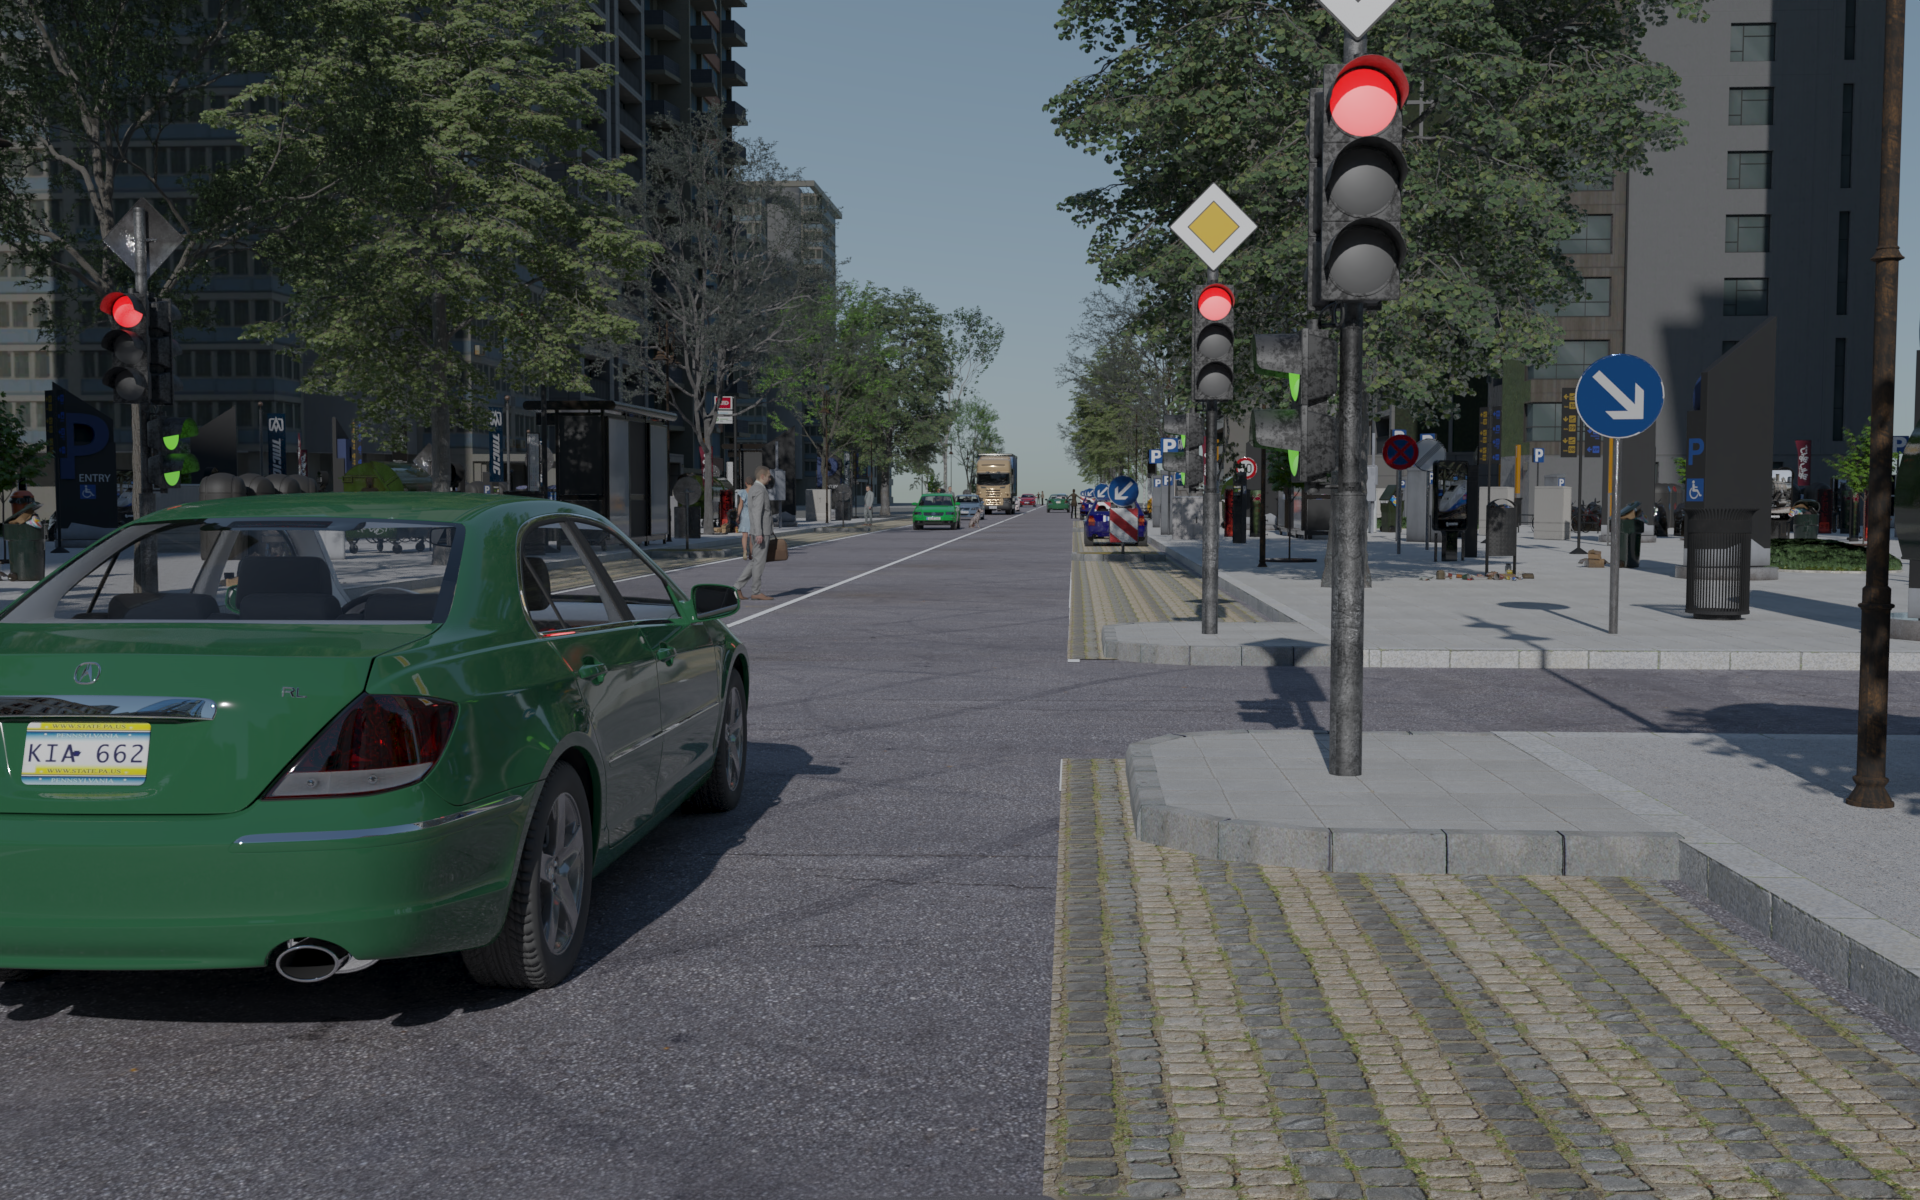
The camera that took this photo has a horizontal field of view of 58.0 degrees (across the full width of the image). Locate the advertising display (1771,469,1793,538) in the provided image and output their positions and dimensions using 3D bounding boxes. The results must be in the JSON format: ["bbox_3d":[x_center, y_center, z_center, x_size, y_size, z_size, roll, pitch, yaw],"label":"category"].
[{"bbox_3d":[20.607,-2.372,43.998,0.974,1.923,0.123,1,4,12],"label":"advertising display"}]

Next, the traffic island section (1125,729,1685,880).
[{"bbox_3d":[1.787,0.877,7.936,2.009,0.180,2.903,0,4,4],"label":"traffic island section"}]

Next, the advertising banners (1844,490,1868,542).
[{"bbox_3d":[24.698,-3.112,47.070,2.074,3.025,0.090,-3,4,-36],"label":"advertising banners"}]

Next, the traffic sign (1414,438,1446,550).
[{"bbox_3d":[10.705,-2.417,39.618,0.768,2.556,0.104,1,4,9],"label":"traffic sign"}]

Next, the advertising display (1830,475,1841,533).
[{"bbox_3d":[29.065,-3.200,57.535,0.123,1.923,0.974,2,4,24],"label":"advertising display"}]

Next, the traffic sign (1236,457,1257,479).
[{"bbox_3d":[9.870,-3.656,59.884,0.768,2.556,0.104,0,4,8],"label":"traffic sign"}]

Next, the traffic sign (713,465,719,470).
[{"bbox_3d":[-10.753,-4.574,74.894,0.768,2.556,0.104,0,4,5],"label":"traffic sign"}]

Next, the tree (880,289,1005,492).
[{"bbox_3d":[-2.530,-18.640,160.658,12.611,20.169,13.585,0,3,0],"label":"tree"}]

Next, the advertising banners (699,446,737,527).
[{"bbox_3d":[-8.456,-4.078,62.865,2.074,3.025,0.090,0,4,7],"label":"advertising banners"}]

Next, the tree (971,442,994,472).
[{"bbox_3d":[3.460,-17.087,229.736,4.737,8.622,4.395,0,3,0],"label":"tree"}]

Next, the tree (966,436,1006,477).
[{"bbox_3d":[4.269,-19.254,249.217,7.601,10.594,8.767,1,4,10],"label":"tree"}]

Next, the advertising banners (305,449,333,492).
[{"bbox_3d":[-25.004,-4.362,67.508,2.074,3.025,0.090,1,4,22],"label":"advertising banners"}]

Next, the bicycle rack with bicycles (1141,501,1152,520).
[{"bbox_3d":[9.970,-4.320,84.014,2.925,0.926,2.852,-1,4,-22],"label":"bicycle rack with bicycles"}]

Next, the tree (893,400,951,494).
[{"bbox_3d":[-2.672,-10.821,127.281,4.360,8.622,3.978,0,3,0],"label":"tree"}]

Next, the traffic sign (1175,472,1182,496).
[{"bbox_3d":[7.743,-3.793,62.116,0.768,2.556,0.104,1,4,13],"label":"traffic sign"}]

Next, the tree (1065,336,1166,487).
[{"bbox_3d":[11.092,-12.523,122.885,7.486,12.596,7.792,0,3,0],"label":"tree"}]

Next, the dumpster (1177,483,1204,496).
[{"bbox_3d":[9.365,-3.990,71.000,1.264,1.857,1.865,0,4,4],"label":"dumpster"}]

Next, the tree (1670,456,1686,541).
[{"bbox_3d":[20.412,-3.260,47.901,1.663,3.219,1.824,0,3,0],"label":"tree"}]

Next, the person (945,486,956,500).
[{"bbox_3d":[-0.509,-4.614,84.038,0.694,1.812,0.767,-1,4,-20],"label":"person"}]

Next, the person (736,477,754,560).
[{"bbox_3d":[-4.535,-1.770,37.530,0.616,1.811,0.778,0,4,-2],"label":"person"}]

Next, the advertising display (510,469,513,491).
[{"bbox_3d":[-11.739,-2.451,45.286,0.123,1.923,0.974,-1,4,-15],"label":"advertising display"}]

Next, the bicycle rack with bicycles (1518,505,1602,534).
[{"bbox_3d":[19.710,-2.671,57.058,2.852,0.926,2.925,-1,4,-18],"label":"bicycle rack with bicycles"}]

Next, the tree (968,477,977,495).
[{"bbox_3d":[1.396,-11.838,188.145,1.663,3.219,1.824,0,3,0],"label":"tree"}]

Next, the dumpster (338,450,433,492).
[{"bbox_3d":[-12.489,-2.158,37.783,1.502,2.255,1.985,0,4,4],"label":"dumpster"}]

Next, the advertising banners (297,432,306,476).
[{"bbox_3d":[-19.135,-3.293,50.021,0.090,3.025,2.074,-2,4,-25],"label":"advertising banners"}]

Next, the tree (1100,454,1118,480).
[{"bbox_3d":[16.931,-14.909,194.119,4.737,8.622,4.395,0,3,0],"label":"tree"}]

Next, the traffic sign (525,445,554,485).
[{"bbox_3d":[-10.838,-2.722,44.615,0.768,2.556,0.104,0,4,5],"label":"traffic sign"}]

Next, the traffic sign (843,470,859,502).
[{"bbox_3d":[-5.799,-5.637,92.172,0.884,2.594,0.081,0,4,7],"label":"traffic sign"}]

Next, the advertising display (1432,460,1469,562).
[{"bbox_3d":[9.338,-1.699,32.995,0.974,1.923,0.123,-3,4,-38],"label":"advertising display"}]

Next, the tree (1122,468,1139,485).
[{"bbox_3d":[11.559,-7.483,116.952,1.663,3.219,1.824,0,3,0],"label":"tree"}]

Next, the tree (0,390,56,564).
[{"bbox_3d":[-17.682,-2.302,32.243,1.663,3.219,1.824,0,3,0],"label":"tree"}]

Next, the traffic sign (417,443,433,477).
[{"bbox_3d":[-11.952,-2.315,39.034,0.795,2.450,0.064,1,4,9],"label":"traffic sign"}]

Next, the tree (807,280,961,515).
[{"bbox_3d":[-4.463,-12.123,104.868,9.857,13.997,8.962,0,3,0],"label":"tree"}]

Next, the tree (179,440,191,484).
[{"bbox_3d":[-25.477,-3.799,56.707,1.663,3.219,1.824,0,3,0],"label":"tree"}]

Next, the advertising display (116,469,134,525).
[{"bbox_3d":[-21.710,-2.452,45.309,0.123,1.923,0.974,2,4,32],"label":"advertising display"}]

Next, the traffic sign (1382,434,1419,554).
[{"bbox_3d":[9.372,-2.251,36.916,0.768,2.556,0.104,1,4,9],"label":"traffic sign"}]

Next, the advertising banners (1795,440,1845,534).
[{"bbox_3d":[27.951,-3.652,55.893,2.074,3.025,0.090,0,4,1],"label":"advertising banners"}]

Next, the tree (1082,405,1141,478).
[{"bbox_3d":[16.583,-15.730,182.937,9.928,11.665,9.643,0,3,0],"label":"tree"}]

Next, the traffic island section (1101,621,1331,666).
[{"bbox_3d":[2.314,0.390,15.904,2.009,0.180,2.903,0,4,4],"label":"traffic island section"}]

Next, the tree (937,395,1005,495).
[{"bbox_3d":[0.966,-15.669,181.942,9.928,11.665,9.643,0,3,0],"label":"tree"}]

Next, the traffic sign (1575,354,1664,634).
[{"bbox_3d":[5.998,-0.961,15.826,0.768,2.556,0.104,1,4,13],"label":"traffic sign"}]

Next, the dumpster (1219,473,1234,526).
[{"bbox_3d":[10.602,-3.875,65.852,1.502,2.255,1.985,0,4,4],"label":"dumpster"}]

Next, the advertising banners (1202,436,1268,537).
[{"bbox_3d":[8.166,-3.394,51.687,2.074,3.025,0.090,1,4,22],"label":"advertising banners"}]

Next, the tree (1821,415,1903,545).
[{"bbox_3d":[22.284,-2.928,42.482,1.663,3.219,1.824,0,3,0],"label":"tree"}]

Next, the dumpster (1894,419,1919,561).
[{"bbox_3d":[4.933,-0.269,6.891,1.502,2.255,1.985,0,4,4],"label":"dumpster"}]

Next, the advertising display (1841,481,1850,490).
[{"bbox_3d":[32.437,-3.573,63.626,0.974,1.923,0.123,0,4,-5],"label":"advertising display"}]
